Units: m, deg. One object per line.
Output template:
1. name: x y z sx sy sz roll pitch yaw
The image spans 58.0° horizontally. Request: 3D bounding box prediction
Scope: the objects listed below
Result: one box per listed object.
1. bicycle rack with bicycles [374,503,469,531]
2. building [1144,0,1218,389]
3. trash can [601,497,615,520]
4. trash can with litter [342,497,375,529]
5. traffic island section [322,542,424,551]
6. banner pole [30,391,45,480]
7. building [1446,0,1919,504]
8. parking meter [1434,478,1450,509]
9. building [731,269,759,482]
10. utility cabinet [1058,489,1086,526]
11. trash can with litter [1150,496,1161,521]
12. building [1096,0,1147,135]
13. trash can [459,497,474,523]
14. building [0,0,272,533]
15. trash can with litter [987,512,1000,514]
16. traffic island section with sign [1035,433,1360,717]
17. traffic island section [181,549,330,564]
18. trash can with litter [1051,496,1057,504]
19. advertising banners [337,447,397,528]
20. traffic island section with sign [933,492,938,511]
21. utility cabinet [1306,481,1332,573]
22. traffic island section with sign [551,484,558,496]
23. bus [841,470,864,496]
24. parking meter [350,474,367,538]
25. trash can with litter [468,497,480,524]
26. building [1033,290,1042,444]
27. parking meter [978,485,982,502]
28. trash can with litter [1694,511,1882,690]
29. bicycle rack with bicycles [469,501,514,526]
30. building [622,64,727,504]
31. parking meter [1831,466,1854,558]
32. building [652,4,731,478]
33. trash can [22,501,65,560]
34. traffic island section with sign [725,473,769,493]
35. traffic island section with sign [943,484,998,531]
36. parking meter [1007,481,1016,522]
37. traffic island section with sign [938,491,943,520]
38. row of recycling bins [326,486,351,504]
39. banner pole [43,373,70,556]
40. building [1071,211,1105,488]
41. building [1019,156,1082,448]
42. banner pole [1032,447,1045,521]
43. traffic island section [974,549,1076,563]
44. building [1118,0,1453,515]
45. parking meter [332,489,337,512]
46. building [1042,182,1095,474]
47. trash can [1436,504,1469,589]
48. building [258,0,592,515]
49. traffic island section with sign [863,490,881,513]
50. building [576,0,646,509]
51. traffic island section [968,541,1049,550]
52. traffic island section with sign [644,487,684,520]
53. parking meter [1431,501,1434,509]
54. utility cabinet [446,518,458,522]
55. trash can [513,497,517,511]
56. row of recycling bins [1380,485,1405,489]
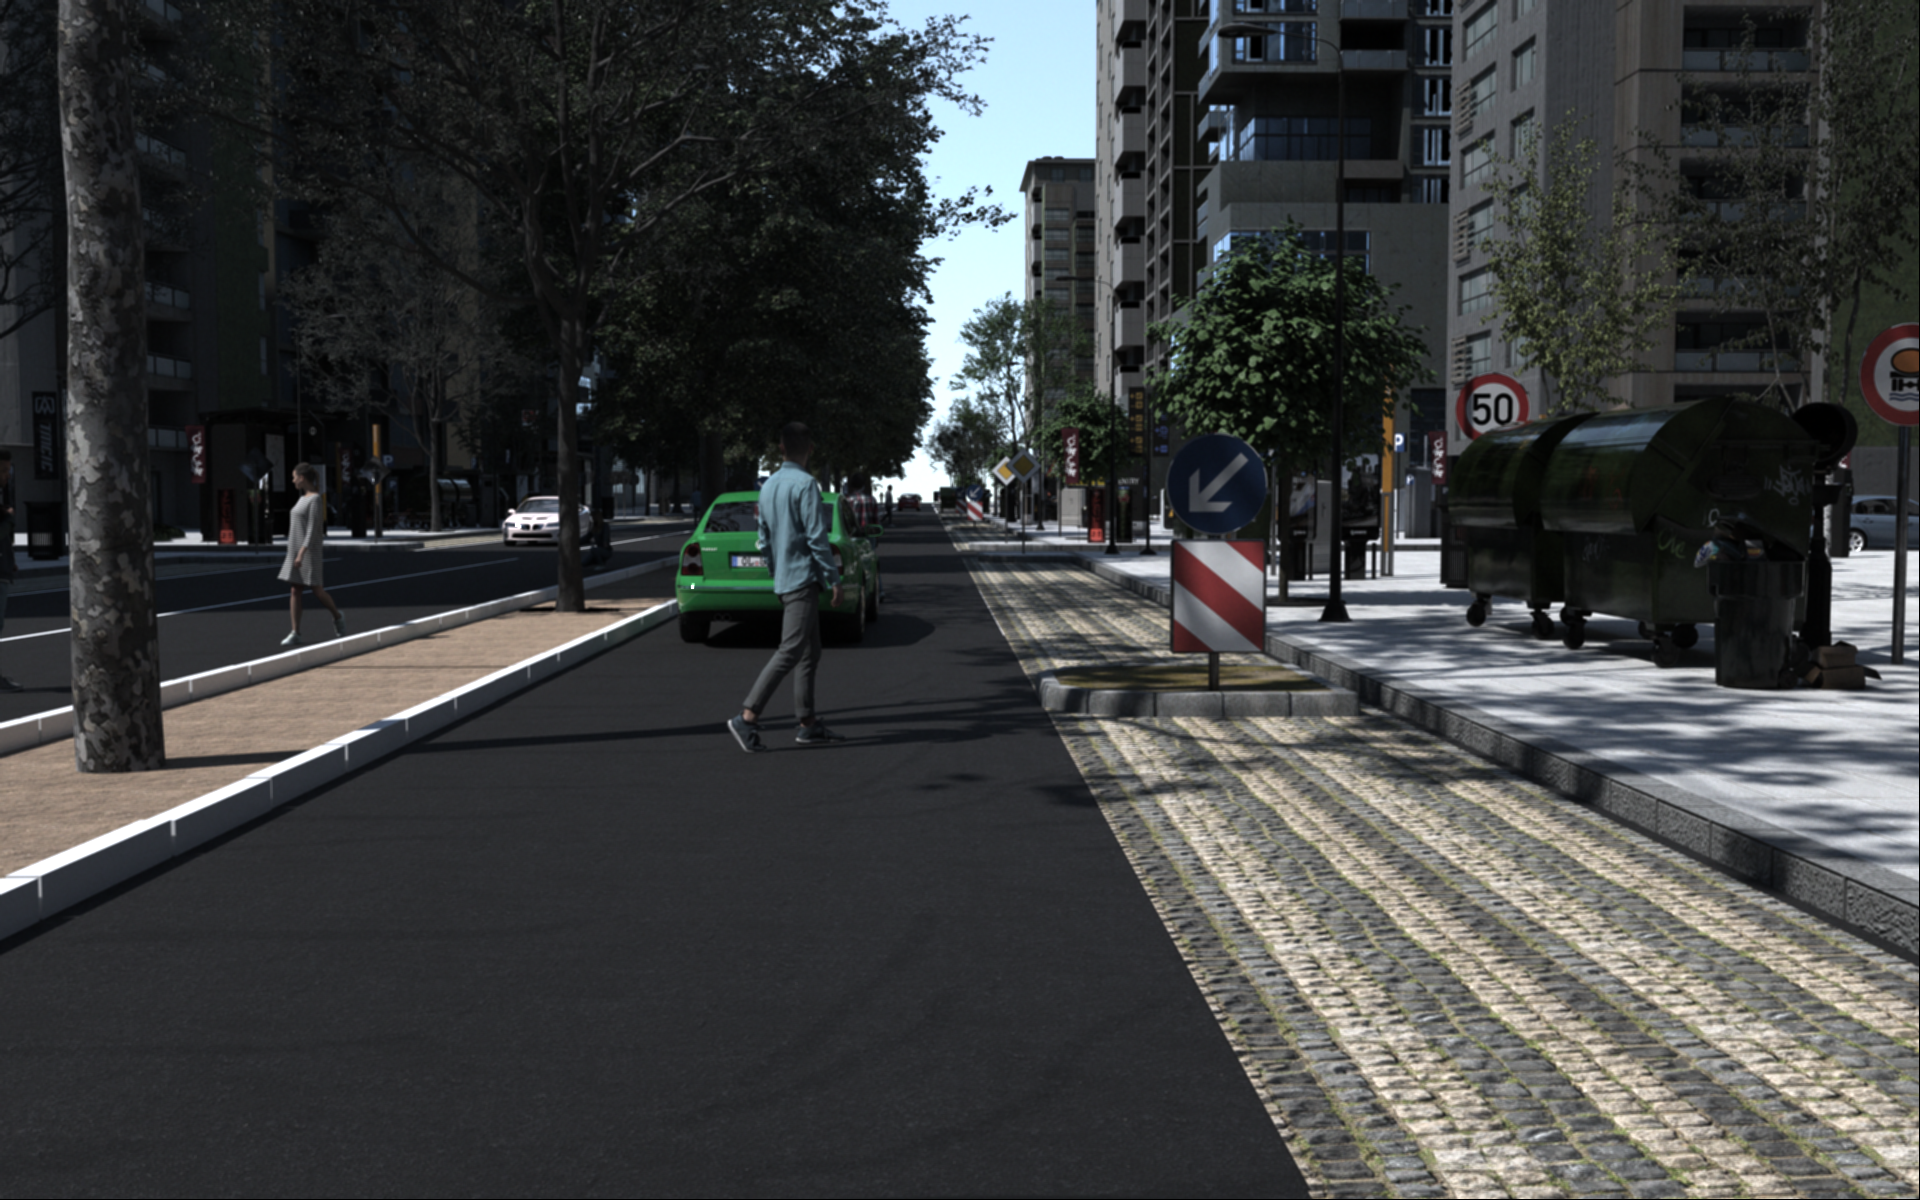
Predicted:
1. bicycle rack with bicycles: -19.062 -2.928 61.258 2.925 0.926 2.852 -1 4 -12
2. building: 23.503 -42.437 132.102 20.563 71.187 20.611 0 4 -1
3. trash can: -17.754 -4.626 87.288 0.748 1.137 0.748 0 3 0
4. trash can with litter: -22.047 -3.185 63.465 1.055 1.170 0.624 -3 5 -44
5. traffic island section: -15.159 -1.383 44.896 2.009 0.180 2.903 0 4 -1
6. banner pole: -19.480 -2.891 37.289 0.863 3.779 0.401 -2 4 -28
7. building: 27.175 -23.281 64.232 14.086 41.232 14.154 0 4 -1
8. parking meter: 15.686 -3.084 56.131 0.399 1.863 0.255 -1 4 -9
9. building: -39.145 -35.876 270.161 14.154 41.232 14.086 0 4 -1
10. utility cabinet: 4.457 -3.706 69.264 1.173 1.500 0.318 3 5 41
11. trash can with litter: 9.562 -4.439 83.636 1.678 1.210 2.233 -2 4 -30
12. building: 26.865 -34.710 156.742 28.713 52.752 27.495 0 4 -1
13. trash can: -20.771 -3.745 72.876 0.748 1.137 0.748 0 3 0
14. building: -34.251 -23.081 60.975 14.154 41.232 14.086 0 4 -1
15. trash can with litter: 2.443 -6.048 109.942 2.233 1.210 1.678 0 4 1
16. traffic island section with sign: 1.543 -0.205 11.984 1.989 1.847 2.006 0 4 -1
17. traffic island section: -15.004 -0.895 36.913 2.009 0.180 2.903 0 4 -1
18. trash can with litter: 4.852 -5.150 95.583 1.055 1.170 0.624 0 4 -5
19. advertising banners: -22.284 -4.216 65.125 2.074 3.025 0.090 -1 4 -15
20. traffic island section with sign: -1.025 -8.284 144.069 1.989 1.847 2.006 0 4 -1
21. utility cabinet: 5.698 -1.179 27.952 0.318 1.500 1.173 3 5 40
22. traffic island section with sign: -15.603 -3.587 67.275 1.989 1.847 2.006 0 4 -1
23. bus: -10.849 -11.578 180.850 2.896 3.916 12.252 0 4 -1
24. parking meter: -17.609 -2.753 50.730 0.399 1.863 0.255 1 4 23
25. trash can with litter: -20.969 -3.899 75.142 0.624 1.170 1.055 0 4 -6
26. building: 17.245 -28.961 245.210 14.160 30.474 14.107 0 4 -1
27. parking meter: 1.358 -6.742 115.946 0.255 1.863 0.399 0 4 5
28. trash can with litter: 5.512 -0.010 11.547 1.055 1.170 0.624 0 4 0
29. bicycle rack with bicycles: -19.354 -3.492 70.483 2.852 0.926 2.925 -2 4 -24
30. building: -42.866 -41.924 227.448 21.231 58.520 28.212 0 4 -1
31. parking meter: 17.726 -1.785 34.903 0.255 1.863 0.399 -2 4 -31
32. building: -42.037 -49.737 251.448 20.563 71.187 20.611 0 4 -1
33. trash can: -17.775 -1.345 33.636 0.748 1.137 0.748 0 3 0
34. traffic island section with sign: -4.963 -2.239 44.750 2.006 1.907 1.989 0 4 -1
35. traffic island section with sign: 0.454 -3.637 68.099 1.989 1.847 2.006 0 4 -1
36. parking meter: 2.317 -4.485 79.040 0.399 1.863 0.255 -3 4 -37
37. traffic island section with sign: -0.065 -5.286 95.049 1.989 1.847 2.006 0 4 -1
38. row of recycling bins: -28.287 -4.184 75.526 3.534 1.692 1.069 -1 4 -15
39. banner pole: -18.702 -2.826 36.214 0.401 3.779 0.863 -1 4 -10
40. building: 18.345 -24.889 178.630 14.160 30.474 14.107 0 4 -1
41. building: 24.046 -41.387 265.919 28.713 52.752 27.495 0 4 -1
42. banner pole: 3.765 -5.604 81.646 0.863 3.779 0.401 2 4 30
43. traffic island section: 1.385 -0.914 37.225 2.009 0.180 2.903 0 4 -1
44. building: 22.071 -48.068 98.582 22.319 86.520 31.000 0 4 -1
45. parking meter: -25.504 -3.825 70.948 0.372 1.533 0.369 0 3 0
46. building: 17.718 -33.383 229.410 14.154 41.232 14.086 0 4 -1
47. trash can: 6.866 -0.731 23.603 0.748 1.137 0.748 0 3 0
48. building: -41.123 -29.299 133.664 22.147 44.769 28.867 0 4 -1
49. traffic island section with sign: -6.433 -6.834 119.874 2.006 1.907 1.989 0 4 -1
50. building: -41.537 -51.963 162.265 22.319 86.520 31.000 0 4 -1
51. traffic island section: 1.229 -1.402 45.209 2.009 0.180 2.903 0 4 -1
52. traffic island section with sign: -16.133 -5.251 94.474 1.989 1.847 2.006 0 4 -1
53. parking meter: 17.274 -3.490 62.774 0.255 1.863 0.399 0 4 -7
54. utility cabinet: -23.781 -4.259 80.797 0.306 1.237 1.020 -3 5 -44
55. trash can: -21.376 -4.437 84.198 0.748 1.137 0.748 0 3 0
56. row of recycling bins: 19.224 -4.227 76.218 3.534 1.692 1.069 1 4 23
